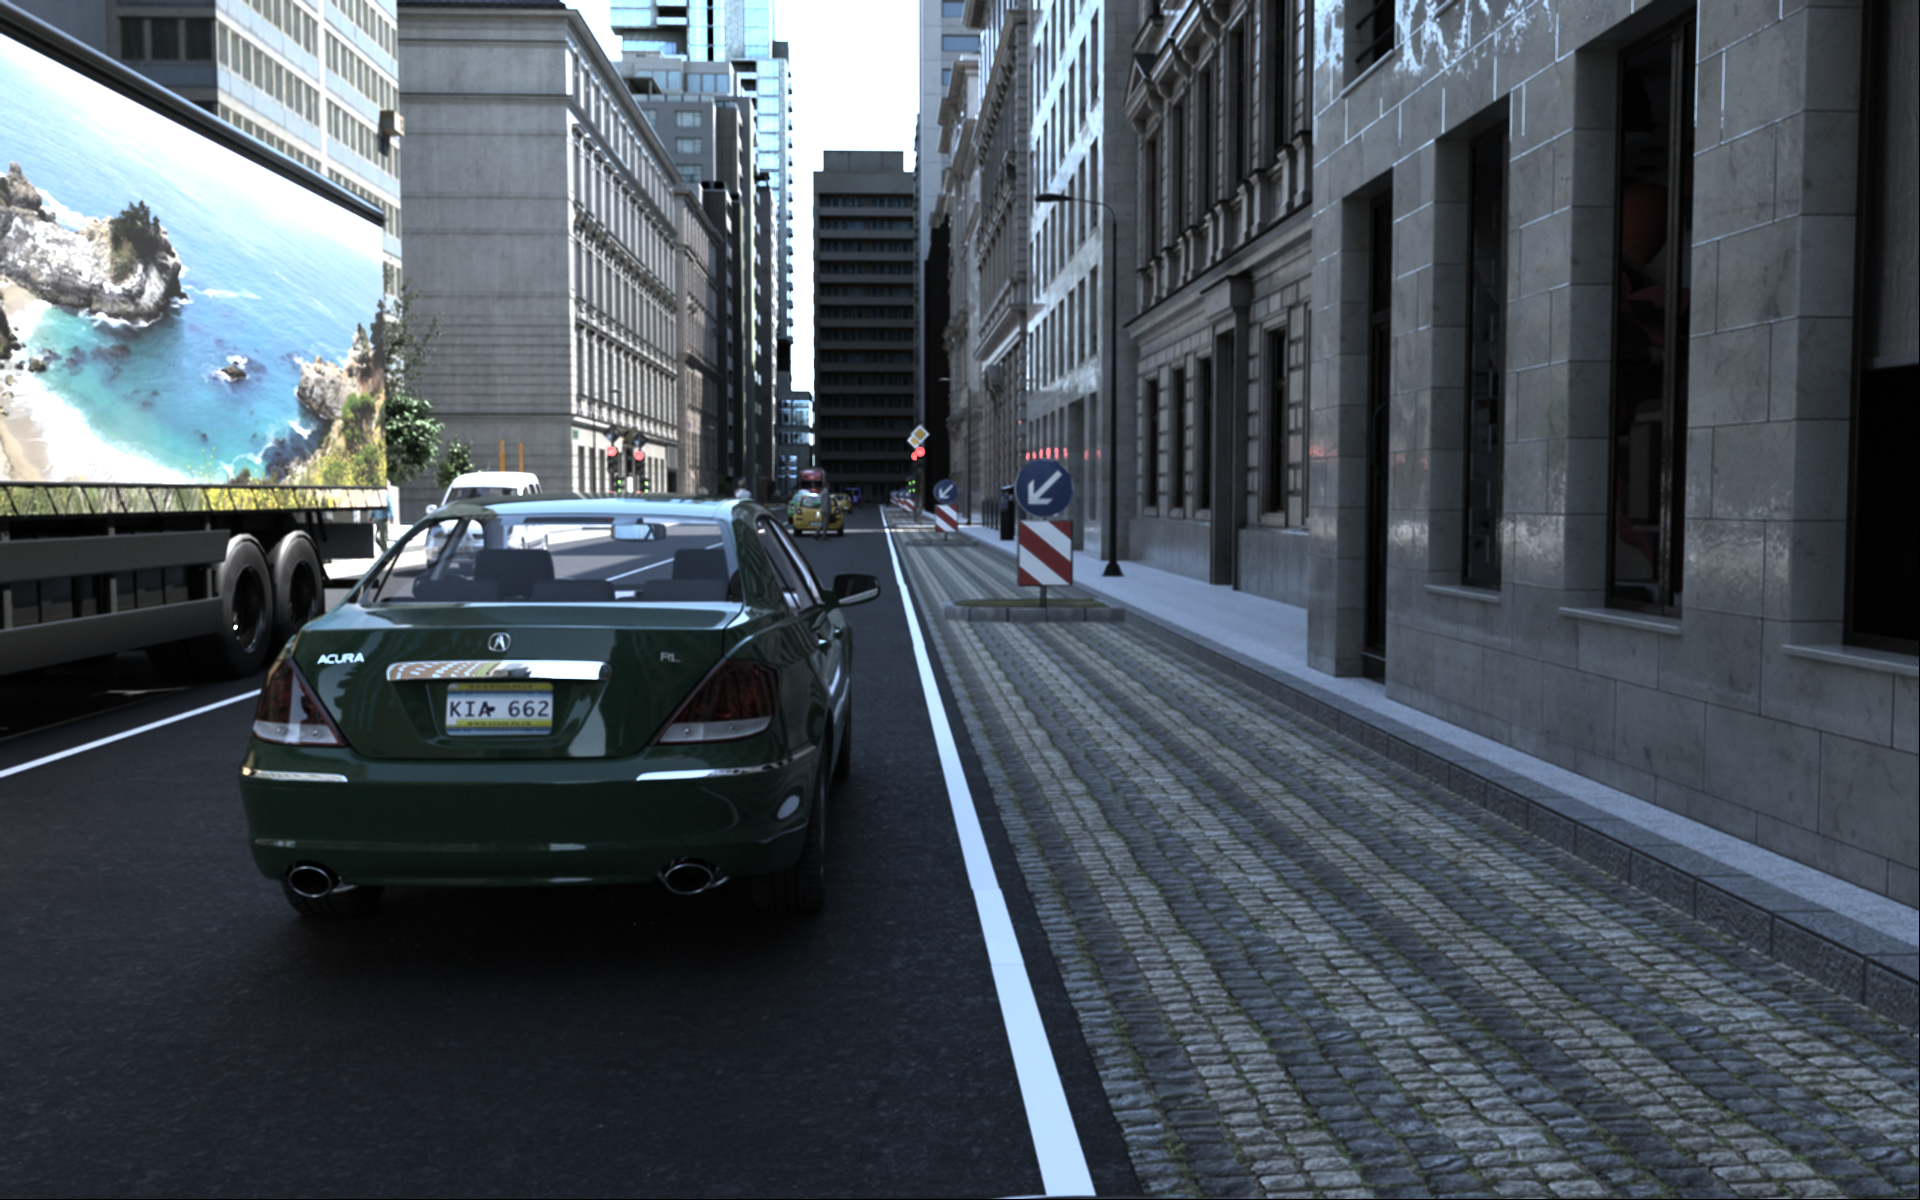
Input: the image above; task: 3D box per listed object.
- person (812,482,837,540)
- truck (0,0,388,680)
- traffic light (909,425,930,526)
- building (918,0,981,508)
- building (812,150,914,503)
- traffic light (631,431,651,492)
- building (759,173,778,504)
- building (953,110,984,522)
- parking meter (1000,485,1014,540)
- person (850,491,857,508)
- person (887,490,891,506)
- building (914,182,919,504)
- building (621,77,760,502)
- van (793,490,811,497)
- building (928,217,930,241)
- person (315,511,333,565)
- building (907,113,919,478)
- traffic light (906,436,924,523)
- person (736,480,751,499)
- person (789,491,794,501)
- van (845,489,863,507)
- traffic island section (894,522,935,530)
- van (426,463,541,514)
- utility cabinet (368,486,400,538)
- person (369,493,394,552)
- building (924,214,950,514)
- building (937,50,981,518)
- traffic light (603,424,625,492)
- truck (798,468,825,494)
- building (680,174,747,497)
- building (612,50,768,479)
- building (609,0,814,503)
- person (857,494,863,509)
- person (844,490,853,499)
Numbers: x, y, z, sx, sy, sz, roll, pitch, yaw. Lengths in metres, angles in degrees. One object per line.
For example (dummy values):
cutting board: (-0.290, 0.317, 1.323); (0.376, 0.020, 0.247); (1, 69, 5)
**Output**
person: (-4.174, -2.773, 53.954); (0.853, 1.813, 0.709); (-2, 4, -25)
truck: (-6.622, -1.370, 11.316); (2.839, 4.237, 11.283); (0, 4, -2)
traffic light: (-1.633, -4.956, 69.958); (0.839, 4.253, 0.868); (0, 4, -3)
building: (6.441, -38.395, 169.760); (21.231, 58.520, 28.212); (0, 4, -3)
building: (-10.007, -38.105, 246.717); (21.600, 48.544, 21.300); (0, 4, -3)
traffic light: (-14.261, -5.408, 77.334); (0.839, 4.253, 0.868); (0, 4, -3)
building: (-30.481, -32.884, 221.242); (14.086, 41.232, 14.154); (0, 4, -3)
building: (10.459, -15.181, 84.374); (21.152, 22.565, 11.583); (0, 4, -3)
parking meter: (1.313, -2.433, 48.183); (0.372, 1.533, 0.369); (0, 3, 0)
person: (-11.121, -10.385, 178.820); (1.217, 1.766, 0.721); (-1, 4, -14)
person: (-7.630, -10.813, 185.312); (0.705, 1.821, 1.348); (-1, 4, -18)
building: (1.091, -32.935, 222.089); (14.154, 41.232, 14.086); (0, 4, -3)
building: (-27.952, -29.910, 172.631); (14.154, 41.232, 14.086); (0, 4, -3)
van: (-15.589, -10.134, 172.710); (2.013, 2.044, 4.112); (0, 4, -4)
building: (4.706, -21.623, 140.920); (14.401, 28.519, 23.554); (0, 4, -3)
person: (-12.972, -1.640, 35.119); (0.447, 1.846, 0.655); (0, 4, -3)
building: (5.900, -35.462, 199.404); (23.786, 49.044, 30.456); (0, 4, -3)
traffic light: (-2.015, -5.444, 77.934); (0.839, 4.253, 0.868); (0, 4, -3)
person: (-5.542, -2.185, 44.449); (0.478, 1.798, 0.641); (-2, 4, -25)
person: (-18.754, -11.255, 193.230); (0.721, 1.736, 1.217); (2, 4, 25)
van: (-12.017, -11.647, 194.808); (2.240, 2.365, 5.245); (0, 4, -2)
traffic island section: (-1.592, -2.923, 70.074); (2.009, 0.180, 2.903); (0, 4, -3)
van: (-8.713, -1.531, 32.048); (2.013, 2.044, 4.112); (0, 4, -5)
utility cabinet: (-16.499, -2.503, 49.605); (0.318, 1.500, 1.173); (1, 4, 13)
person: (-12.160, -1.688, 36.445); (0.444, 1.785, 0.601); (-3, 5, -42)
building: (3.892, -17.829, 121.190); (12.332, 23.373, 15.834); (0, 4, -3)
building: (5.978, -19.209, 101.452); (14.401, 28.519, 23.554); (0, 4, -3)
traffic light: (-13.879, -4.920, 69.358); (0.839, 4.253, 0.868); (0, 4, -3)
truck: (-15.942, -12.162, 187.754); (2.839, 4.237, 11.283); (0, 4, -3)
building: (-27.289, -23.682, 158.904); (14.160, 30.474, 14.107); (0, 4, -3)
building: (-34.145, -35.157, 194.418); (23.786, 49.044, 30.456); (0, 4, -3)
building: (-36.572, -57.000, 244.613); (31.000, 86.520, 22.319); (0, 4, -3)
person: (-9.753, -9.670, 169.833); (0.421, 1.427, 0.697); (-3, 4, -38)
person: (-10.559, -9.308, 160.651); (1.348, 1.831, 0.705); (1, 4, 8)
